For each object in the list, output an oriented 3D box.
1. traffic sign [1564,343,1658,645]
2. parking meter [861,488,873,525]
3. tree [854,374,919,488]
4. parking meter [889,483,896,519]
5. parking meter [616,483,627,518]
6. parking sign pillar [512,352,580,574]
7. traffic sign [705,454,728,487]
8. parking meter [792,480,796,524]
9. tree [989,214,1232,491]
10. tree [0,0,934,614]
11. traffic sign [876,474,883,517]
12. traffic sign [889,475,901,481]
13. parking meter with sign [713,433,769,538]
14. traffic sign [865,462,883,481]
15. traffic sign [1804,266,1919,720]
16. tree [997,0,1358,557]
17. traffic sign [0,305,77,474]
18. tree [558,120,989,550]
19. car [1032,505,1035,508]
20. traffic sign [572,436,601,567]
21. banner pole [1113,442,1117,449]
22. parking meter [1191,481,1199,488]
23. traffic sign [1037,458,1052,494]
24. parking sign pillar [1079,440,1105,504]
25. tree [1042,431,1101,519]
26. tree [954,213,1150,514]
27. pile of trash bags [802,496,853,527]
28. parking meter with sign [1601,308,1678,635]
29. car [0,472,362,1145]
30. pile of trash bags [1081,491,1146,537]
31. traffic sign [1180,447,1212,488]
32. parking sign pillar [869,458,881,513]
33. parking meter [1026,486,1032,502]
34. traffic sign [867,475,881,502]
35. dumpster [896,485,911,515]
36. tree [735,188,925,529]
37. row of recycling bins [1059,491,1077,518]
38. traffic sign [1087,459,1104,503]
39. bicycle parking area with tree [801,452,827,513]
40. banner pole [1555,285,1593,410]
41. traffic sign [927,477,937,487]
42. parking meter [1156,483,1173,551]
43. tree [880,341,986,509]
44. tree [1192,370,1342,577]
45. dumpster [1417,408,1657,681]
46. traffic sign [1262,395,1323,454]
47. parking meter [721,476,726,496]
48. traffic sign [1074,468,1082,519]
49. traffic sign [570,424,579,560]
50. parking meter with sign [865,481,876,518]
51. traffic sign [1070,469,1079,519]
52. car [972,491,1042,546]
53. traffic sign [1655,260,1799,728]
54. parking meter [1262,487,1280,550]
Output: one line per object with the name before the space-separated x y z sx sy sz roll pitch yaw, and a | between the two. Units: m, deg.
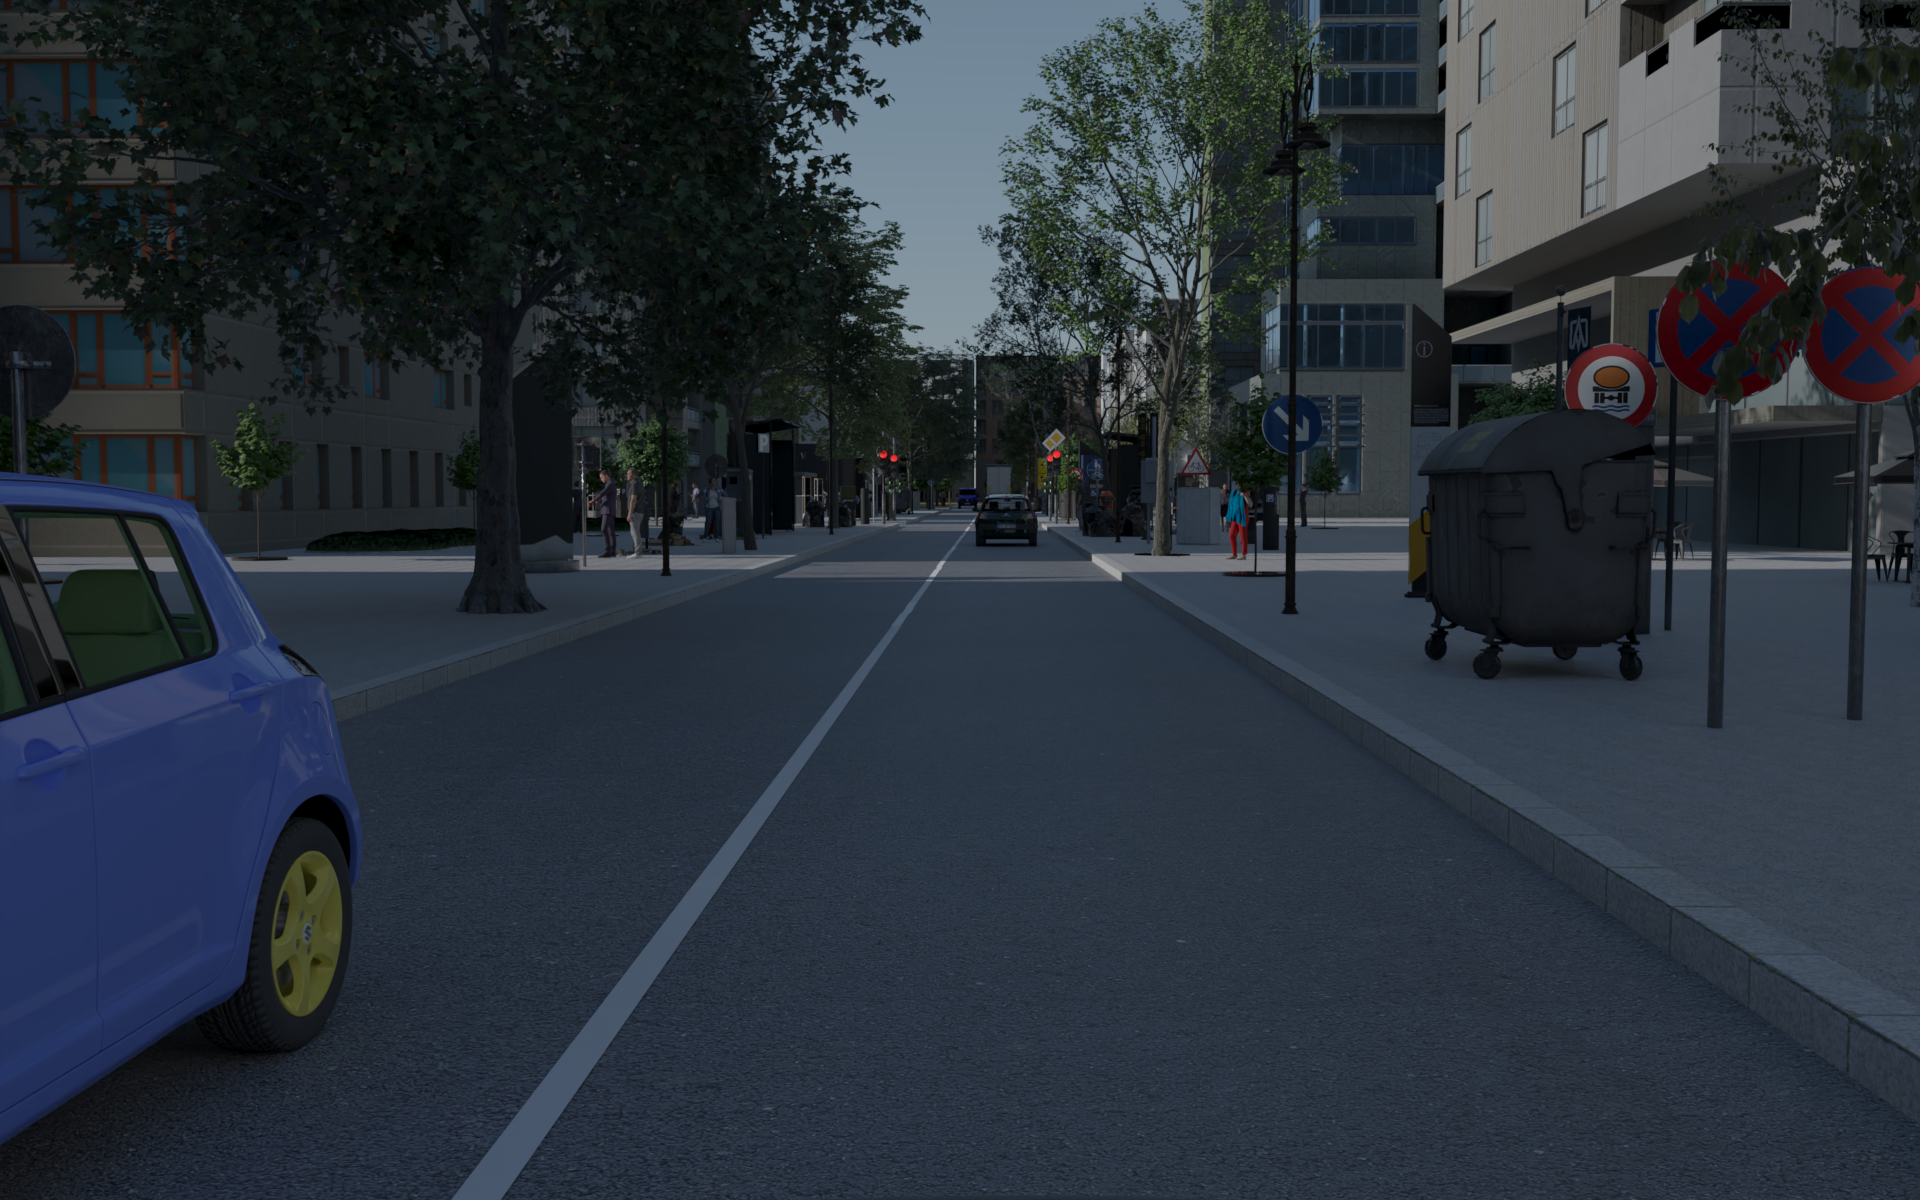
traffic sign | 5.501 -0.894 14.718 0.768 2.556 0.104 0 4 6
parking meter | -3.992 -3.945 72.910 0.372 1.533 0.369 0 3 0
tree | -4.153 -9.116 99.410 4.737 8.622 4.395 0 3 0
parking meter | -3.507 -5.103 89.151 0.399 1.863 0.255 0 4 8
parking meter | -13.982 -4.026 71.532 0.255 1.863 0.399 3 4 36
parking sign pillar | -7.028 -2.451 28.553 1.447 3.967 1.447 3 4 36
traffic sign | -7.741 -3.358 55.001 0.768 2.556 0.104 1 4 11
parking meter | -7.209 -4.172 73.918 0.255 1.863 0.399 -3 5 -41
tree | 4.877 -7.521 57.384 8.767 10.594 7.601 -1 4 -15
tree | -4.987 -6.206 18.473 9.611 12.733 9.660 0 3 0
traffic sign | -4.573 -5.829 95.417 0.768 2.556 0.104 0 4 8
traffic sign | -3.889 -6.342 103.795 0.768 2.556 0.104 0 4 7
parking meter with sign | -6.412 -3.311 50.388 1.738 3.016 0.543 2 4 29
traffic sign | -3.594 -4.408 71.804 0.795 2.593 0.064 0 4 6
traffic sign | 5.089 -0.591 9.777 0.768 2.556 0.104 0 4 2
tree | 4.357 -6.721 35.642 9.928 11.665 9.643 0 3 0
traffic sign | -6.338 -0.709 11.692 0.768 2.556 0.104 0 4 2
tree | -5.064 -6.436 39.644 7.601 10.594 8.767 3 4 38
car | 1.812 -3.261 65.686 2.083 1.381 4.827 0 4 2
traffic sign | -6.615 -1.734 30.481 0.606 2.300 0.079 0 4 7
banner pole | 7.461 -5.679 82.864 0.401 3.779 0.863 1 4 22
parking meter | 10.047 -4.190 74.222 0.399 1.863 0.255 0 4 3
traffic sign | 5.478 -6.317 97.162 2.265 3.308 0.079 0 4 4
parking sign pillar | 6.599 -5.994 86.467 1.447 3.967 1.447 -1 4 -15
tree | 5.930 -6.517 90.264 4.285 4.588 4.351 0 3 0
tree | 6.058 -15.552 110.163 12.611 20.169 13.585 0 3 0
pile of trash bags | -5.843 -3.541 67.640 3.447 1.369 1.912 0 4 5
parking meter with sign | 5.927 -1.196 15.818 1.738 3.016 0.543 -2 4 -28
car | -2.575 0.389 3.238 1.945 1.707 3.694 0 4 3
pile of trash bags | 4.659 -2.659 53.230 1.912 1.369 3.447 0 4 -3
traffic sign | 6.572 -2.955 48.314 0.884 2.594 0.081 0 4 2
parking sign pillar | -5.801 -7.921 117.987 1.447 3.967 1.447 -2 4 -25
parking meter | 5.199 -7.664 131.018 0.399 1.863 0.255 -3 4 -38
traffic sign | -4.735 -5.817 95.217 0.768 2.556 0.104 0 4 7
dumpster | -3.681 -6.222 107.488 1.264 1.857 1.865 0 4 1
tree | -4.934 -8.958 64.587 7.486 12.596 7.792 0 3 0
row of recycling bins | 7.090 -5.294 93.676 3.534 1.692 1.069 -1 4 -19
traffic sign | 4.994 -3.846 62.984 0.768 2.556 0.104 0 4 5
bicycle parking area with tree | -10.743 -7.807 114.651 9.016 4.147 8.231 1 4 20
banner pole | 7.266 -1.875 20.668 0.401 3.779 0.863 -1 4 -14
traffic sign | -2.237 -8.305 135.524 0.795 2.593 0.064 0 4 5
parking meter | 4.641 -1.895 39.402 0.372 1.533 0.369 0 3 0
tree | -2.381 -14.633 145.908 9.857 13.997 8.962 0 3 0
tree | 4.695 -1.982 27.006 1.663 3.219 1.824 0 3 0
dumpster | 4.172 -0.420 12.618 1.264 1.857 1.865 0 4 1
traffic sign | 4.252 -1.353 22.226 0.768 2.556 0.104 0 4 8
parking meter | -7.664 -3.153 57.256 0.399 1.863 0.255 0 4 6
traffic sign | 5.664 -5.223 85.504 0.768 2.556 0.104 1 4 10
traffic sign | -6.929 -1.884 30.805 0.884 2.594 0.081 1 4 8
parking meter with sign | -5.332 -5.929 93.204 1.738 3.016 0.543 -3 5 -42
traffic sign | 5.529 -5.214 85.248 0.884 2.594 0.081 0 4 6
car | 1.327 -2.392 48.891 2.009 1.686 4.222 0 4 2
traffic sign | 4.149 -0.571 9.441 0.768 2.556 0.104 0 4 4
parking meter | 7.120 -1.910 39.646 0.372 1.533 0.369 0 3 0
